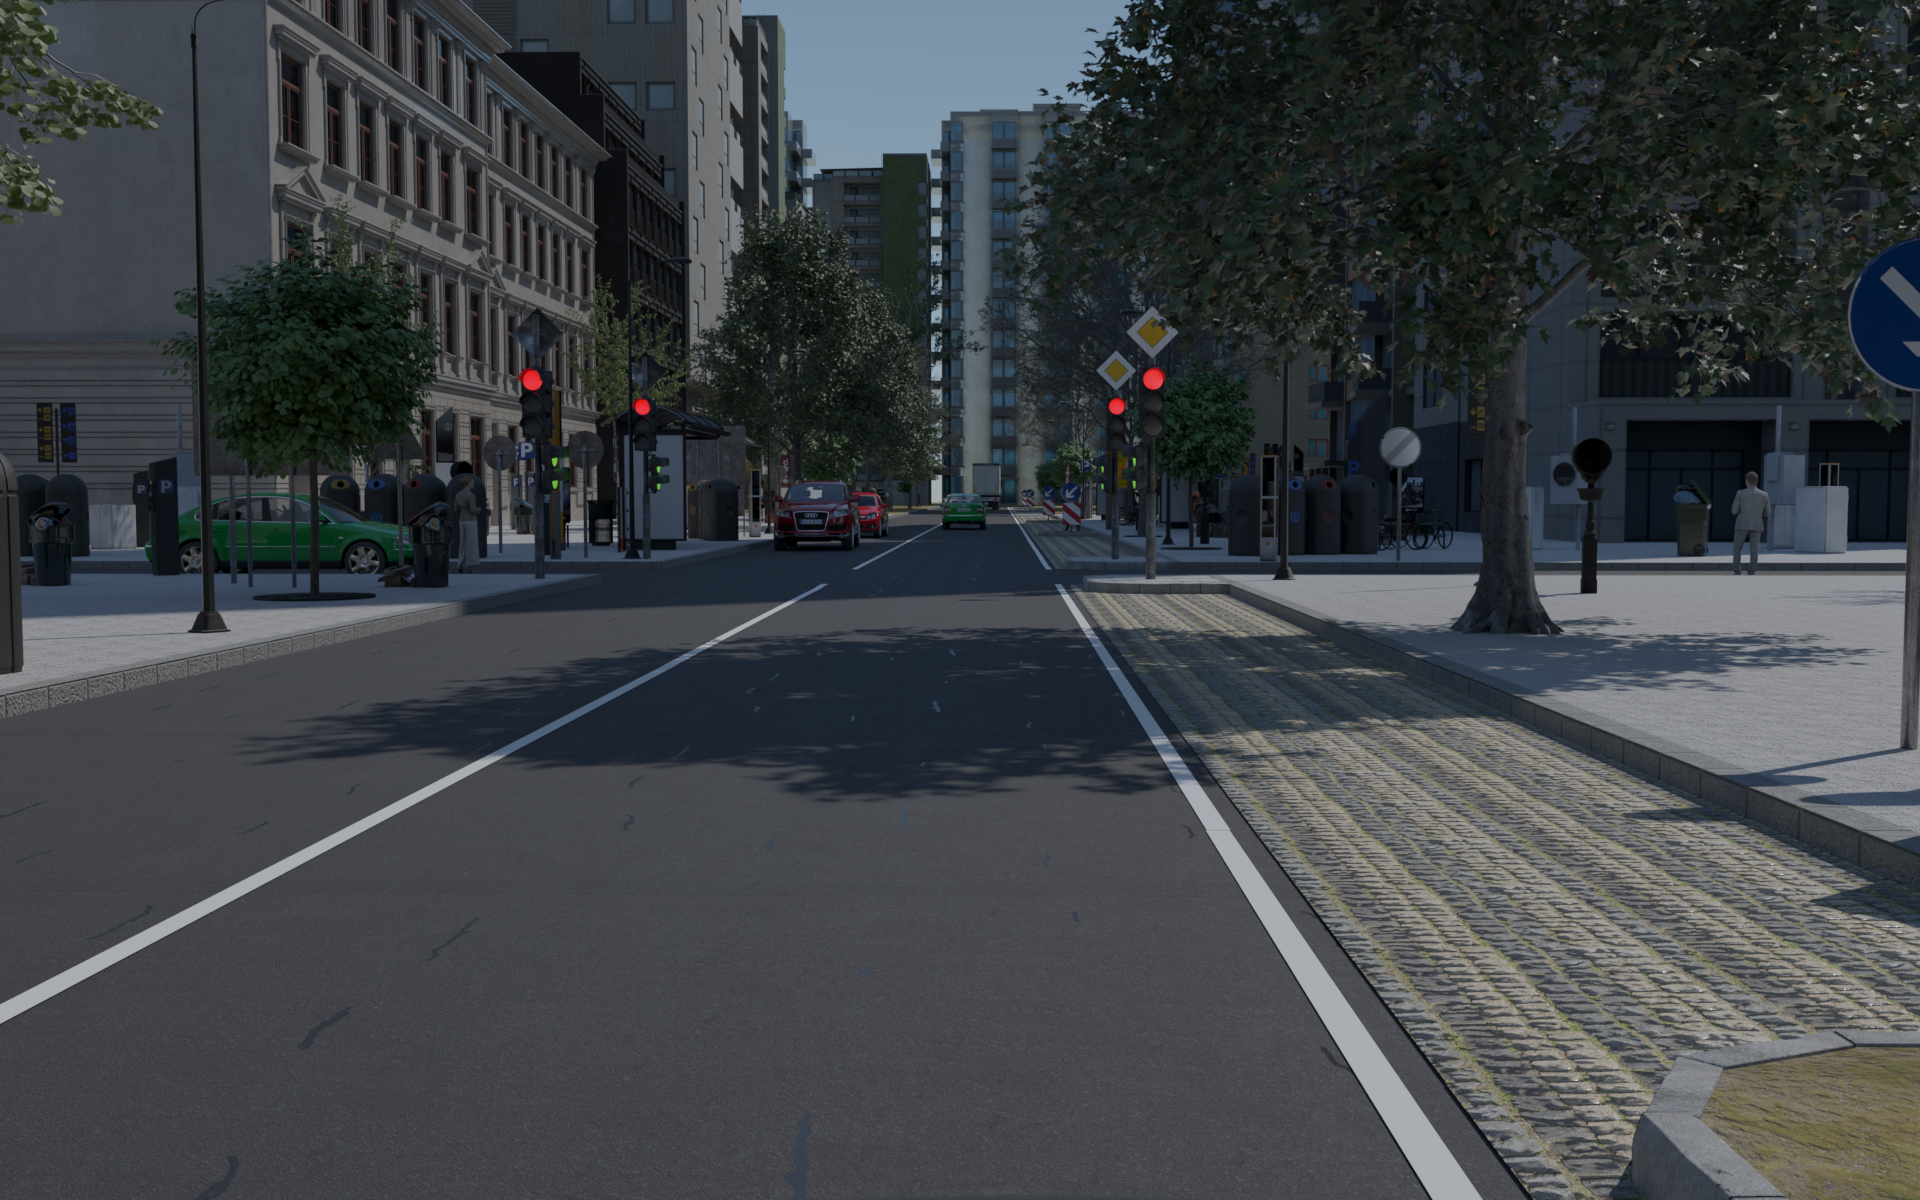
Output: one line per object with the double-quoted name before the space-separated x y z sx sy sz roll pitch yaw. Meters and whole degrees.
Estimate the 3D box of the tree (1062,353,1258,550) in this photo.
"tree" 5.420 -3.457 40.241 4.285 4.588 4.351 0 3 0

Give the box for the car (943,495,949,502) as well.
"car" -0.565 -9.355 165.308 2.083 1.381 4.827 0 4 0

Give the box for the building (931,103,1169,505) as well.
"building" 11.798 -36.426 215.176 30.456 49.044 23.786 0 4 1

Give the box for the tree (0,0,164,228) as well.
"tree" -7.832 -5.589 9.501 7.486 12.596 7.792 0 3 0

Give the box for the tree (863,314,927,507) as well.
"tree" -5.750 -12.005 106.657 12.009 13.543 11.850 0 3 0

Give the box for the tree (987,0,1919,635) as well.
"tree" 4.999 -6.046 15.862 9.611 12.733 9.660 0 3 0

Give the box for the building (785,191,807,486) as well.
"building" -21.811 -24.218 167.666 14.107 30.474 14.160 0 4 1

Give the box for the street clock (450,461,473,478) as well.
"street clock" -11.013 -2.064 38.319 0.358 2.002 0.471 2 4 32

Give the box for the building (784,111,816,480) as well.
"building" -33.007 -36.452 215.604 30.456 49.044 23.786 0 4 1

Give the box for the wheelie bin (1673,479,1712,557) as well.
"wheelie bin" 15.087 -1.700 35.696 0.693 1.594 0.980 2 4 28

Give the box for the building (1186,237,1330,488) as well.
"building" 32.280 -17.482 130.866 27.650 21.520 28.899 0 4 1

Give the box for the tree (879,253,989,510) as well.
"tree" -4.144 -17.077 135.096 12.611 20.169 13.585 0 3 0

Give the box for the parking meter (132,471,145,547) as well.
"parking meter" -19.712 -2.205 41.767 0.399 1.863 0.255 -1 4 -11

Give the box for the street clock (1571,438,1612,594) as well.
"street clock" 8.137 -1.088 22.360 0.471 2.002 0.358 1 4 12

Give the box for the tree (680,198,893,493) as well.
"tree" -6.446 -9.205 67.506 9.611 12.733 9.660 0 3 0

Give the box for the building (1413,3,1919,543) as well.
"building" 27.040 -37.595 52.935 20.611 71.187 20.563 0 4 1

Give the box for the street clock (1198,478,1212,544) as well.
"street clock" 6.284 -2.437 44.415 0.358 2.002 0.471 2 4 29

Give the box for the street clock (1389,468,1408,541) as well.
"street clock" 12.059 -2.637 47.685 0.471 2.002 0.358 3 5 44

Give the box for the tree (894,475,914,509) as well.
"tree" -4.592 -9.263 146.050 1.663 3.219 1.824 0 3 0

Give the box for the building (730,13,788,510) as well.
"building" -22.212 -28.143 143.740 14.154 41.232 14.086 0 4 1

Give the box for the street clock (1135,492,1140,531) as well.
"street clock" 6.249 -3.407 60.282 0.358 2.002 0.471 -2 4 -30

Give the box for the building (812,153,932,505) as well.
"building" -10.584 -32.240 210.725 14.086 41.232 14.154 0 4 1

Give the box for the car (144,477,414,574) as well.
"car" -11.137 -1.245 29.150 4.718 1.807 1.959 0 4 0

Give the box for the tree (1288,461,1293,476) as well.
"tree" 16.588 -5.713 88.010 1.663 3.219 1.824 0 3 0

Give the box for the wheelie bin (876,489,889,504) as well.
"wheelie bin" -4.951 -6.195 109.194 0.980 1.594 0.693 -1 4 -22

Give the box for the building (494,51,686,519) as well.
"building" -22.656 -16.242 95.240 12.332 23.373 15.834 0 4 1

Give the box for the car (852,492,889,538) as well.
"car" -3.412 -2.980 57.767 2.155 1.783 4.494 0 4 2

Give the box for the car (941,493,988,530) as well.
"car" 0.185 -3.814 71.152 1.959 1.807 4.718 0 4 1

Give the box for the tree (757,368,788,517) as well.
"tree" -11.014 -9.057 98.440 4.360 8.622 3.978 0 3 0

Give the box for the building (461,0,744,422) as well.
"building" -30.322 -32.635 122.815 28.713 52.752 27.495 0 4 1

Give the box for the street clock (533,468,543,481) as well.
"street clock" -11.793 -2.717 48.997 0.471 2.002 0.358 0 4 5

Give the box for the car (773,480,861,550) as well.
"car" -3.732 -2.267 45.739 2.281 1.827 5.304 0 4 0

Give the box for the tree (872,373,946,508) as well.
"tree" -4.859 -14.431 154.074 7.486 12.596 7.792 0 3 0

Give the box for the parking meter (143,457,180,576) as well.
"parking meter" -12.558 -1.321 27.304 0.399 1.863 0.255 -3 5 -41

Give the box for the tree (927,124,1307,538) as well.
"tree" 5.600 -8.620 51.306 12.009 13.543 11.850 0 3 0

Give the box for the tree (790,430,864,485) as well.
"tree" -6.135 -5.879 79.837 4.285 4.588 4.351 0 3 0

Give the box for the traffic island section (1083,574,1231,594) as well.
"traffic island section" 2.892 -0.233 26.087 2.009 0.180 2.903 0 4 1

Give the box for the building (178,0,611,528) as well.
"building" -23.407 -14.691 76.353 11.583 22.565 21.152 0 4 1

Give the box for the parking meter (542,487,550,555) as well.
"parking meter" -8.675 -1.707 36.319 0.372 1.533 0.369 0 3 0

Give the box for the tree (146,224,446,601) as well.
"tree" -8.035 -2.293 21.200 4.285 4.588 4.351 0 3 0

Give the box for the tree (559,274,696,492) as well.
"tree" -11.402 -6.636 58.867 4.737 8.622 4.395 0 3 0

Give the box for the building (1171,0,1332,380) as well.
"building" 29.900 -37.694 158.300 21.231 58.520 28.212 0 4 1

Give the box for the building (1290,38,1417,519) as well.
"building" 29.108 -26.279 84.283 22.147 44.769 28.867 0 4 1

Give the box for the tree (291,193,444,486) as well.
"tree" -14.599 -5.638 42.550 4.737 8.622 4.395 0 3 0

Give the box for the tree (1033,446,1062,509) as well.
"tree" 6.762 -7.187 101.221 4.285 4.588 4.351 0 3 0

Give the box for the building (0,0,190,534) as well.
"building" -22.922 -13.399 55.224 11.583 22.565 21.152 0 4 1

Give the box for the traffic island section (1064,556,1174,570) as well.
"traffic island section" 3.072 -0.721 34.070 2.009 0.180 2.903 0 4 1
